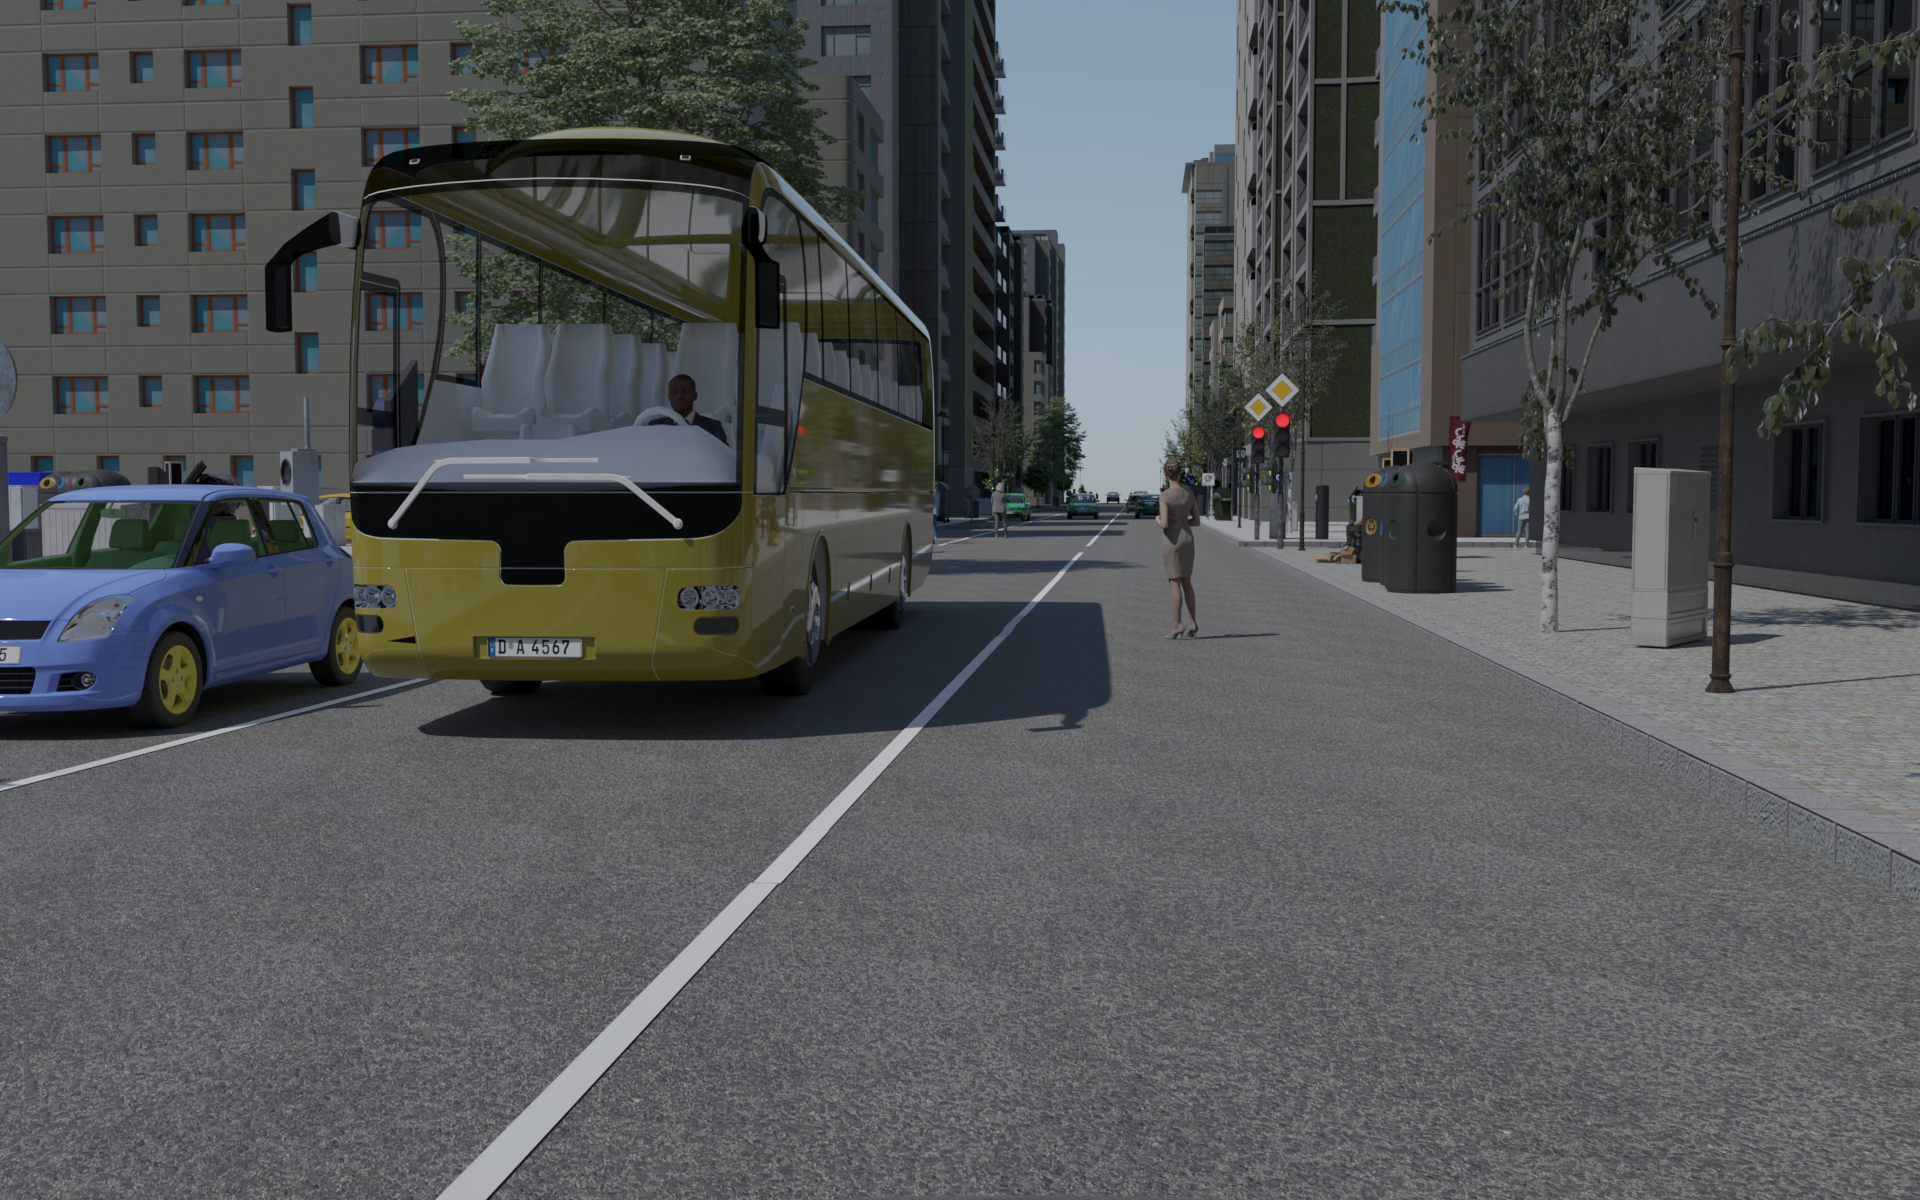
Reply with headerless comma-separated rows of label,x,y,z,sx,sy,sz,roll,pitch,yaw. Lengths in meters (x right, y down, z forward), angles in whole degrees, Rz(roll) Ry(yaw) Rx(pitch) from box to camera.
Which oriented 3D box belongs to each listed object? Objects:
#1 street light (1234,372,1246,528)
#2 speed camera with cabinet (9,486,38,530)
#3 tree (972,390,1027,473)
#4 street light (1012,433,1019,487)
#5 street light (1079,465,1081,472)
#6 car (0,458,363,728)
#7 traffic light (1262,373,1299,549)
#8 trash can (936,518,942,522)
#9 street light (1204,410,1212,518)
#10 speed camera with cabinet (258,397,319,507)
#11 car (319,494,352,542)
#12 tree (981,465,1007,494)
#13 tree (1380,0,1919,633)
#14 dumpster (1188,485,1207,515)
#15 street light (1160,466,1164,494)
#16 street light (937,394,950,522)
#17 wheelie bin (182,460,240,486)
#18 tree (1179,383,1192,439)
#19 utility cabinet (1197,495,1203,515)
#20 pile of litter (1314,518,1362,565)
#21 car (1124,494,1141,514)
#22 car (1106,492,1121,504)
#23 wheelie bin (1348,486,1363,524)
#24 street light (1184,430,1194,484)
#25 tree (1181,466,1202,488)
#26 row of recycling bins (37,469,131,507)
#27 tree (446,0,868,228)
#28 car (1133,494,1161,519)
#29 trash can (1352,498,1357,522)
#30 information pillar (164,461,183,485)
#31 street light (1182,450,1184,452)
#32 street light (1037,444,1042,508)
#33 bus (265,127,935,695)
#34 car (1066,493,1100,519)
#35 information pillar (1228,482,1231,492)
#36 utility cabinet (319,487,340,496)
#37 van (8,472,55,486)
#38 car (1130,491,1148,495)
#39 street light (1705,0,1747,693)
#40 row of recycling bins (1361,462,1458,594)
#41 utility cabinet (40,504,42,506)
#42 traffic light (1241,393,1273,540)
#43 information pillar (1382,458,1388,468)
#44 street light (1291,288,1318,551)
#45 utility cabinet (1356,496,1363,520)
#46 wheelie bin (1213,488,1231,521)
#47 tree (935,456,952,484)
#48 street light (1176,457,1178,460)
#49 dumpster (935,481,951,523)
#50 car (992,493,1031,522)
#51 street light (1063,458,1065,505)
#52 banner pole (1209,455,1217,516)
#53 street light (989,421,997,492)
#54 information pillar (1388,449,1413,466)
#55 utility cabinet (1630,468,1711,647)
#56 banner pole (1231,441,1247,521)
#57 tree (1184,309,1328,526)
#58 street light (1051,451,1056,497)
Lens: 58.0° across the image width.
street light,10.572,-5.661,65.348,0.468,5.910,1.993,0,4,6
speed camera with cabinet,-18.976,-2.402,33.601,2.038,3.252,0.660,0,4,5
tree,2.585,-10.468,121.514,4.360,8.622,3.978,0,3,0
street light,3.990,-9.366,125.916,0.468,5.910,1.993,0,4,6
street light,18.426,-17.900,265.449,0.468,5.910,1.993,0,4,6
car,-5.518,-0.134,11.775,1.945,1.707,3.694,0,4,5
traffic light,7.465,-3.145,40.347,0.839,4.253,0.868,0,4,6
trash can,-0.986,-4.241,80.999,0.748,1.137,0.748,0,3,0
street light,13.408,-7.398,93.742,0.468,5.910,1.993,0,4,6
speed camera with cabinet,-13.975,-2.545,35.939,0.660,3.252,2.038,-3,5,-42
car,-16.782,-2.199,46.184,3.980,1.641,2.015,0,4,4
tree,2.480,-7.389,115.416,1.663,3.219,1.824,0,3,0
tree,5.712,-4.007,15.869,4.360,8.622,3.978,0,3,0
dumpster,14.834,-6.292,108.627,1.264,1.857,1.865,0,4,6
street light,32.508,-18.848,280.955,0.468,5.910,1.993,0,4,6
street light,-0.774,-6.511,79.238,0.468,5.910,1.993,0,4,6
wheelie bin,-7.218,-0.528,16.540,0.693,1.594,0.980,-1,4,-21
tree,14.633,-9.082,98.845,4.360,8.622,3.978,0,3,0
utility cabinet,14.780,-5.840,106.651,0.306,1.237,1.020,1,4,14
pile of litter,7.182,-1.117,32.233,1.176,0.858,1.719,0,4,4
car,13.137,-7.228,127.963,2.009,1.686,4.222,0,4,6
car,23.385,-15.649,264.528,2.281,1.827,5.304,0,4,5
wheelie bin,15.807,-3.737,69.007,0.693,1.594,0.980,1,4,9
street light,16.263,-9.141,122.246,0.468,5.910,1.993,0,4,6
tree,16.093,-7.680,120.168,1.663,3.219,1.824,0,3,0
row of recycling bins,-15.199,-1.409,30.152,1.069,1.692,3.534,-3,5,-39
tree,-5.396,-6.916,31.198,7.486,12.596,7.792,0,3,0
car,11.323,-5.567,102.810,2.131,1.459,4.920,0,4,7
trash can,13.147,-2.737,56.406,0.748,1.137,0.748,0,3,0
information pillar,-17.778,-2.124,39.215,0.304,2.012,0.304,-3,5,-45
street light,18.343,-10.312,141.386,0.468,5.910,1.993,0,4,6
street light,7.048,-11.140,154.931,0.468,5.910,1.993,0,4,6
bus,-2.005,-1.473,15.627,2.896,3.916,12.252,0,4,4
car,7.052,-5.534,99.275,1.959,1.807,4.718,0,4,5
information pillar,16.343,-6.135,104.799,0.304,2.012,0.304,0,4,8
utility cabinet,-18.871,-2.586,50.967,1.173,1.500,0.318,-3,5,-41
van,-27.549,-2.705,48.605,5.245,2.365,2.240,0,4,7
car,19.996,-11.198,191.752,2.281,1.827,5.304,0,4,5
street light,4.928,-2.340,11.050,0.468,5.910,1.993,0,4,6
row of recycling bins,6.219,-1.029,23.932,1.069,1.692,3.534,0,4,7
utility cabinet,-7.301,-0.213,14.640,1.020,1.237,0.306,2,4,27
traffic light,8.279,-3.631,48.291,0.839,4.253,0.868,0,4,6
information pillar,8.823,-1.895,35.480,0.304,2.012,0.304,2,4,26
street light,7.749,-4.055,39.095,0.468,5.910,1.993,0,4,6
utility cabinet,12.337,-2.502,52.076,0.306,1.237,1.020,-1,4,-22
wheelie bin,12.615,-4.607,83.230,0.980,1.594,0.693,-1,4,-23
tree,-1.374,-5.653,87.023,1.663,3.219,1.824,0,3,0
street light,21.155,-12.058,169.931,0.468,5.910,1.993,0,4,6
dumpster,-1.110,-4.318,76.360,1.264,1.857,1.865,0,4,6
car,2.734,-5.054,91.430,1.959,1.807,4.718,0,4,7
street light,12.527,-14.448,209.006,0.468,5.910,1.993,0,4,6
banner pole,14.866,-6.824,101.590,0.401,3.779,0.863,2,4,34
street light,2.099,-8.226,107.277,0.468,5.910,1.993,0,4,6
information pillar,7.156,-1.444,28.105,0.304,2.012,0.304,2,4,25
utility cabinet,6.090,-0.374,14.791,0.318,1.500,1.173,3,4,39
banner pole,13.082,-5.610,81.735,0.863,3.779,0.401,0,4,2
tree,12.279,-7.287,69.504,4.737,8.622,4.395,0,3,0
street light,9.925,-12.855,182.970,0.468,5.910,1.993,0,4,6
